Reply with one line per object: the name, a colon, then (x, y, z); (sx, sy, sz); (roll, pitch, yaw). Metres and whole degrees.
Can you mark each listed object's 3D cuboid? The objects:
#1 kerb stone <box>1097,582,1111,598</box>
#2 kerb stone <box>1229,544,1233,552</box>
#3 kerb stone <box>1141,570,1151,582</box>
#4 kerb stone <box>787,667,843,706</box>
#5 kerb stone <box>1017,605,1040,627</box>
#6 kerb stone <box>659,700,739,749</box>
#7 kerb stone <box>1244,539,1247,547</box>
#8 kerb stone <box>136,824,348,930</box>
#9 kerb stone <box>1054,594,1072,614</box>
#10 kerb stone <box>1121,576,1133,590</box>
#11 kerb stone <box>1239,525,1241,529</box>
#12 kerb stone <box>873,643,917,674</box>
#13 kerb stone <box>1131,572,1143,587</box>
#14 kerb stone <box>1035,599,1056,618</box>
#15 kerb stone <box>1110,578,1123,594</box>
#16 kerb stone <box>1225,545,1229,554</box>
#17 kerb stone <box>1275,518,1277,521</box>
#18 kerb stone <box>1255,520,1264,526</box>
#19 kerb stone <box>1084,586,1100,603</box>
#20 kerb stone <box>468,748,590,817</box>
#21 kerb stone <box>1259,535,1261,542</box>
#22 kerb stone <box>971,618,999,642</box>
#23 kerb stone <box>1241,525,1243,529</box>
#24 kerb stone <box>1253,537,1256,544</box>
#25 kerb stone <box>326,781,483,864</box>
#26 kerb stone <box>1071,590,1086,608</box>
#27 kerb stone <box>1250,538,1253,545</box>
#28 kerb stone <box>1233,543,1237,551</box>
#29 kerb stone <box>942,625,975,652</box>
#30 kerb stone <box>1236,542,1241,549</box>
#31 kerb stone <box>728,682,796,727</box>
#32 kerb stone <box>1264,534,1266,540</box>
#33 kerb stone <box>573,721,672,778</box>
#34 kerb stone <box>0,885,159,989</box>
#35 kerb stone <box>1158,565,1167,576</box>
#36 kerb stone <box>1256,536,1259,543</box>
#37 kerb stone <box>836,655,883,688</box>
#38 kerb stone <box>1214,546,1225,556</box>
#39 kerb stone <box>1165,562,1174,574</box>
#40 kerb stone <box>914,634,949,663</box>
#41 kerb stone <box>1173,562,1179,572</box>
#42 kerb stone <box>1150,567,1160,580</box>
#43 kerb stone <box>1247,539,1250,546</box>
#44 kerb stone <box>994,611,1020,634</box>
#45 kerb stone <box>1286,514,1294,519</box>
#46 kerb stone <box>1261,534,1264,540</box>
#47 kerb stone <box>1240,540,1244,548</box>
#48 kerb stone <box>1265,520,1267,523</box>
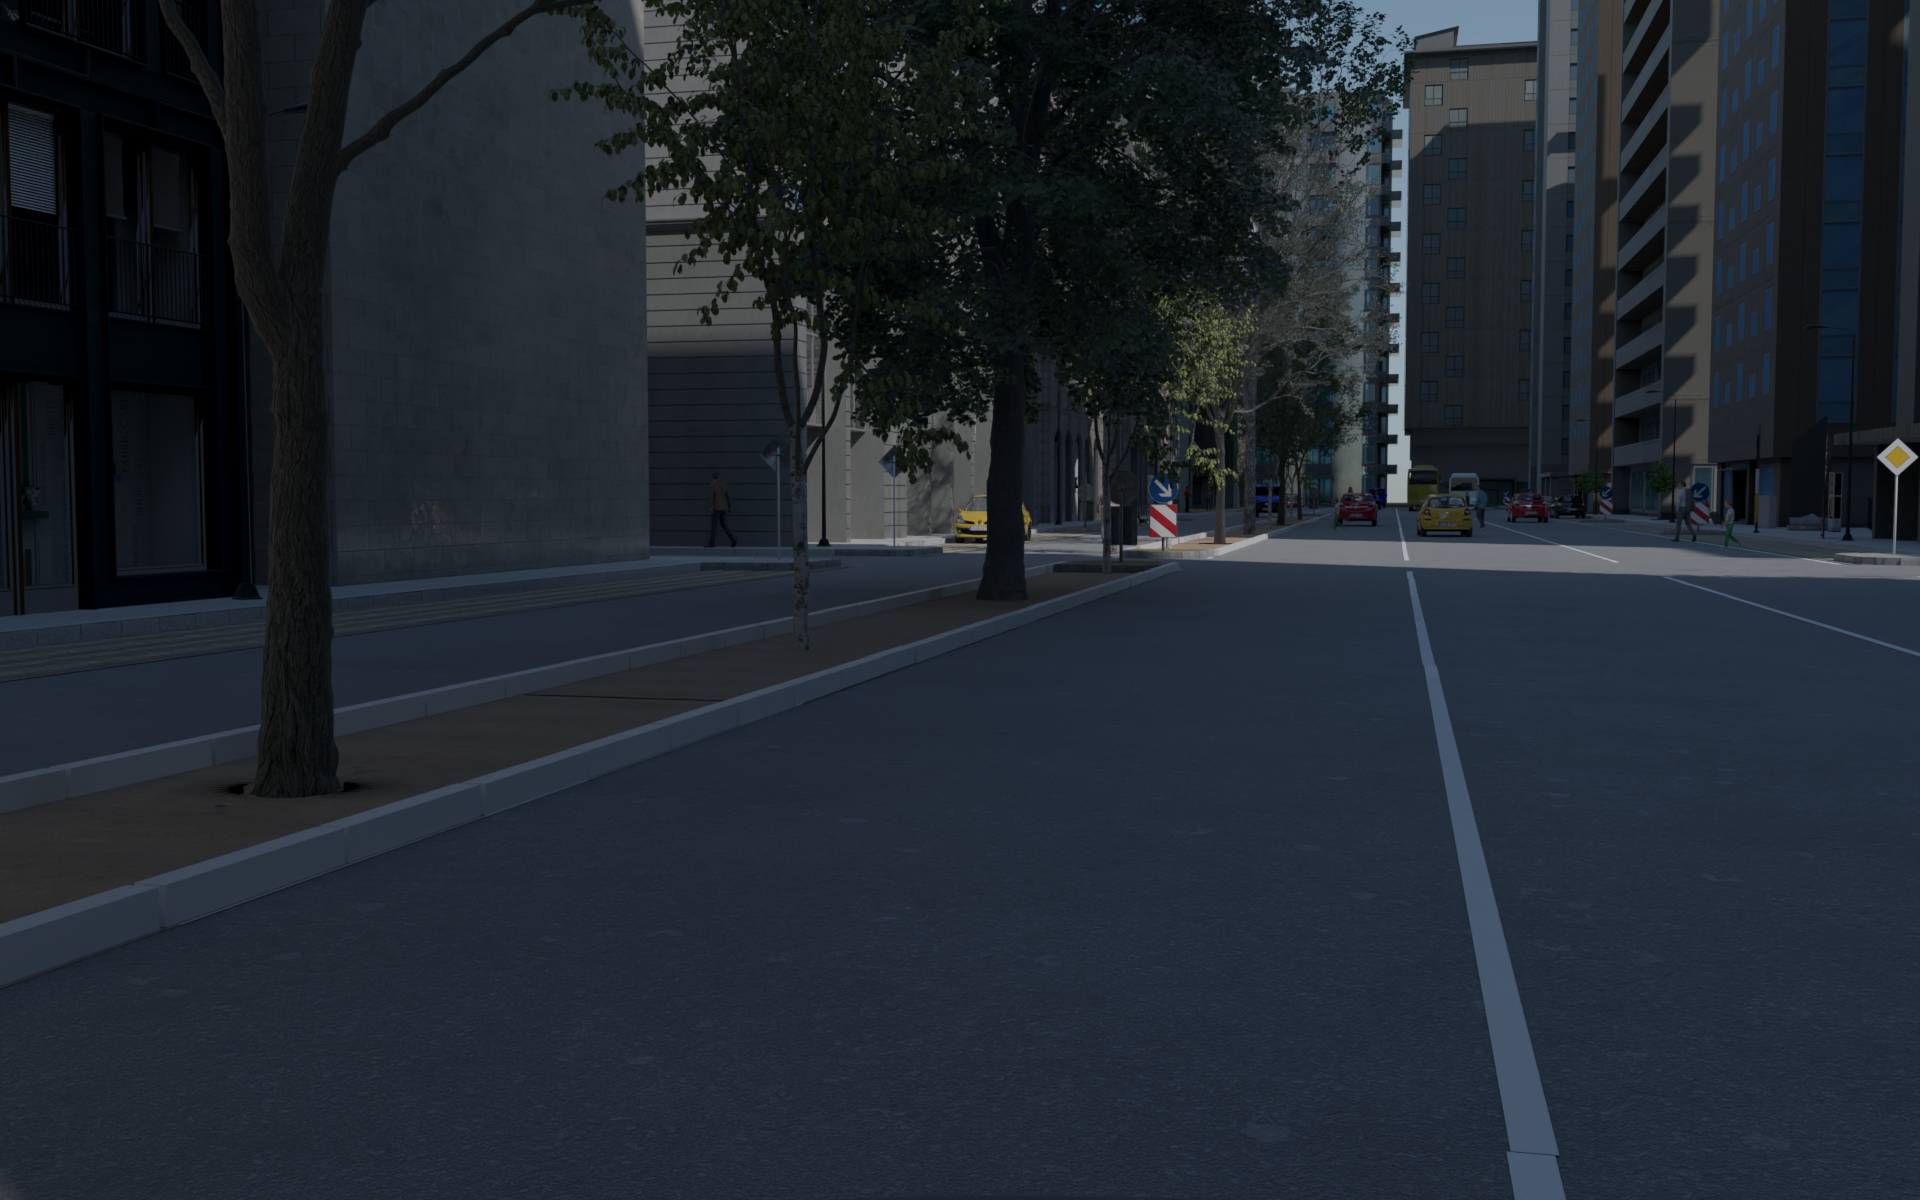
kerb stone: (1.928, -0.115, 24.077); (0.120, 0.150, 1.000); (1, 4, 14)
kerb stone: (6.527, -1.240, 42.474); (0.120, 0.150, 1.000); (1, 4, 14)
kerb stone: (2.926, -0.358, 28.056); (0.120, 0.150, 1.000); (1, 4, 14)
kerb stone: (-1.048, 0.614, 12.150); (0.120, 0.150, 1.000); (1, 4, 14)
kerb stone: (0.697, 0.189, 19.109); (0.120, 0.150, 1.000); (1, 4, 14)
kerb stone: (-1.550, 0.736, 10.168); (0.120, 0.150, 1.000); (1, 4, 14)
kerb stone: (7.533, -1.483, 46.451); (0.120, 0.150, 1.000); (1, 4, 14)
kerb stone: (-2.544, 0.979, 6.187); (0.120, 0.150, 1.000); (1, 4, 14)
kerb stone: (1.186, 0.067, 21.094); (0.120, 0.150, 1.000); (1, 4, 14)
kerb stone: (2.425, -0.233, 26.065); (0.120, 0.150, 1.000); (1, 4, 14)
kerb stone: (10.976, -2.855, 68.868); (0.120, 0.150, 1.000); (1, 4, 14)
kerb stone: (-0.563, 0.493, 14.140); (0.120, 0.150, 1.000); (1, 4, 14)
kerb stone: (2.684, -0.295, 27.062); (0.120, 0.150, 1.000); (1, 4, 14)
kerb stone: (0.930, 0.128, 20.104); (0.120, 0.150, 1.000); (1, 4, 14)
kerb stone: (2.182, -0.176, 25.072); (0.120, 0.150, 1.000); (1, 4, 14)
kerb stone: (6.283, -1.179, 41.478); (0.120, 0.150, 1.000); (1, 4, 14)
kerb stone: (16.941, -4.315, 92.743); (0.120, 0.150, 1.000); (1, 4, 14)
kerb stone: (13.952, -3.584, 80.807); (0.120, 0.150, 1.000); (1, 4, 14)
kerb stone: (1.684, -0.054, 23.080); (0.120, 0.150, 1.000); (1, 4, 14)
kerb stone: (-2.037, 0.858, 8.173); (0.120, 0.150, 1.000); (1, 4, 14)
kerb stone: (8.774, -1.782, 51.439); (0.120, 0.150, 1.000); (1, 4, 14)
kerb stone: (0.189, 0.310, 17.125); (0.120, 0.150, 1.000); (1, 4, 14)
kerb stone: (11.220, -2.915, 69.864); (0.120, 0.150, 1.000); (1, 4, 14)
kerb stone: (8.278, -1.663, 49.438); (0.120, 0.150, 1.000); (1, 4, 14)
kerb stone: (-2.297, 0.918, 7.178); (0.120, 0.150, 1.000); (1, 4, 14)
kerb stone: (1.434, 0.007, 22.085); (0.120, 0.150, 1.000); (1, 4, 14)
kerb stone: (8.029, -1.606, 48.446); (0.120, 0.150, 1.000); (1, 4, 14)
kerb stone: (6.776, -1.300, 43.469); (0.120, 0.150, 1.000); (1, 4, 14)
kerb stone: (-0.060, 0.371, 16.124); (0.120, 0.150, 1.000); (1, 4, 14)
kerb stone: (7.034, -1.359, 44.459); (0.120, 0.150, 1.000); (1, 4, 14)
kerb stone: (-1.298, 0.675, 11.159); (0.120, 0.150, 1.000); (1, 4, 14)
kerb stone: (9.269, -1.909, 53.438); (0.120, 0.150, 1.000); (1, 4, 14)
kerb stone: (-1.797, 0.797, 9.175); (0.120, 0.150, 1.000); (1, 4, 14)
kerb stone: (-2.795, 1.040, 5.185); (0.120, 0.150, 1.000); (1, 4, 14)
kerb stone: (3.422, -0.480, 30.040); (0.120, 0.150, 1.000); (1, 4, 14)
kerb stone: (8.528, -1.727, 50.434); (0.120, 0.150, 1.000); (1, 4, 14)
kerb stone: (-0.804, 0.555, 13.142); (0.120, 0.150, 1.000); (1, 4, 14)
kerb stone: (6.036, -1.117, 40.482); (0.120, 0.150, 1.000); (1, 4, 14)
kerb stone: (3.672, -0.540, 31.034); (0.120, 0.150, 1.000); (1, 4, 14)
kerb stone: (-0.300, 0.432, 15.129); (0.120, 0.150, 1.000); (1, 4, 14)
kerb stone: (3.920, -0.601, 32.026); (0.120, 0.150, 1.000); (1, 4, 14)
kerb stone: (3.179, -0.413, 29.048); (0.120, 0.150, 1.000); (1, 4, 14)
kerb stone: (7.779, -1.543, 47.453); (0.120, 0.150, 1.000); (1, 4, 14)
kerb stone: (0.442, 0.249, 18.117); (0.120, 0.150, 1.000); (1, 4, 14)
kerb stone: (19.929, -5.045, 104.687); (0.120, 0.150, 1.000); (1, 4, 14)
kerb stone: (9.027, -1.850, 52.444); (0.120, 0.150, 1.000); (1, 4, 14)
kerb stone: (7.276, -1.421, 45.453); (0.120, 0.150, 1.000); (1, 4, 14)
kerb stone: (14.445, -3.706, 82.795); (0.120, 0.150, 1.000); (1, 4, 14)
